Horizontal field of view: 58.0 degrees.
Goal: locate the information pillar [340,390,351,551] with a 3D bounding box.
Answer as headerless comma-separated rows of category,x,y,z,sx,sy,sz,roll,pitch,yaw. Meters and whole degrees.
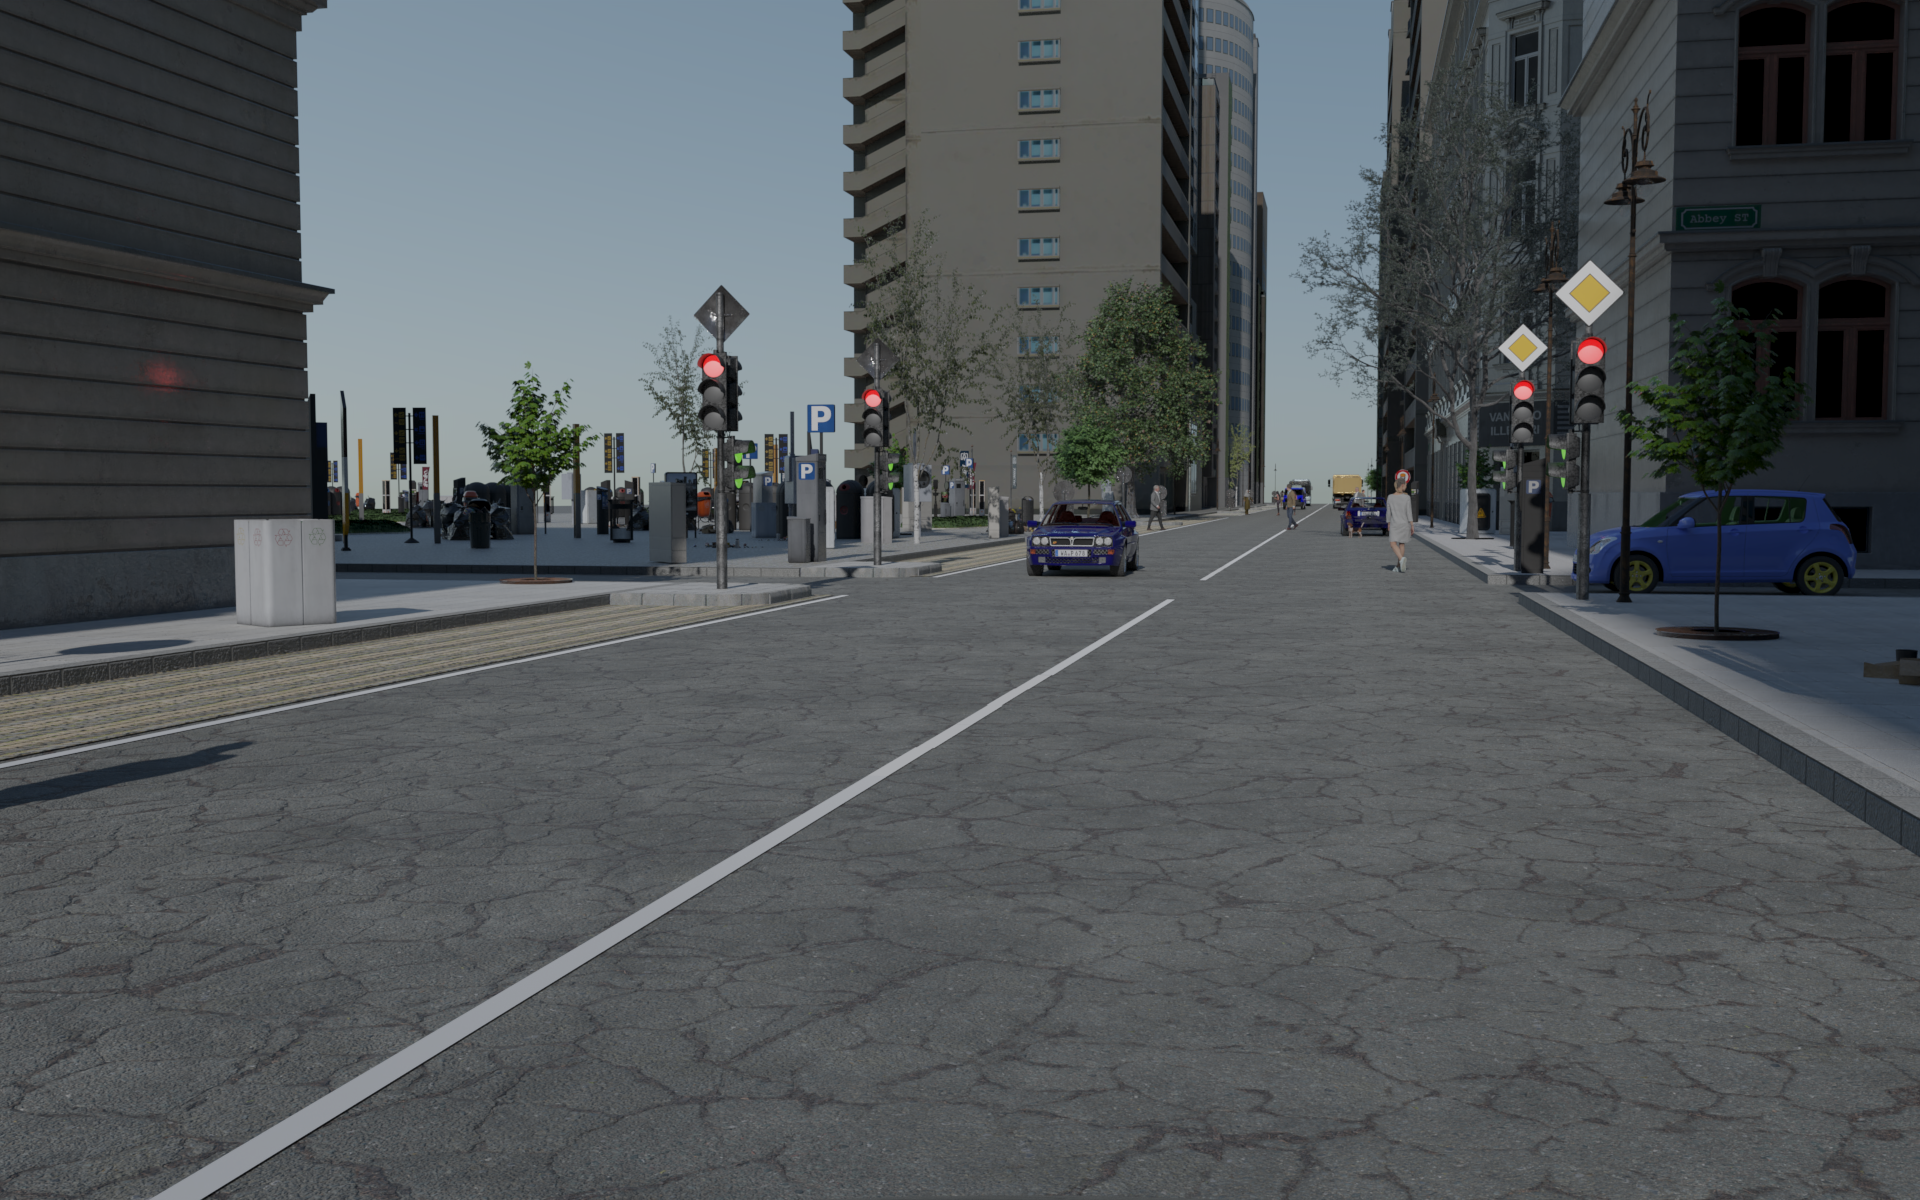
information pillar,-13.870,-2.917,39.044,0.183,3.616,0.504,-2,4,-26

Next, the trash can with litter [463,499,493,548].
trash can with litter,-11.412,-1.814,41.043,0.624,1.170,1.055,-1,4,-11

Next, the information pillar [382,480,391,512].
information pillar,-30.531,-5.363,92.176,0.304,2.012,0.304,2,4,35

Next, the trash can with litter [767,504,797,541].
trash can with litter,-4.379,-2.221,47.369,1.678,1.210,2.233,-3,4,-37

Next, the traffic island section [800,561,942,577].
traffic island section,-1.507,-0.549,31.253,2.009,0.180,2.903,1,4,12

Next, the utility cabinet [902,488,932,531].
utility cabinet,-1.450,-3.078,59.007,0.318,1.500,1.173,3,5,41

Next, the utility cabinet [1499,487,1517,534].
utility cabinet,17.409,-2.778,54.093,0.318,1.500,1.173,-2,4,-34

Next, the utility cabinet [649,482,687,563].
utility cabinet,-5.441,-1.443,32.268,0.318,1.500,1.173,-2,4,-30

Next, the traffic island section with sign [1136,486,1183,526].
traffic island section with sign,9.172,-4.321,79.279,1.989,1.847,2.006,1,4,12

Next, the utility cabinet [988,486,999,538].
utility cabinet,0.965,-2.553,50.417,0.318,1.500,1.173,0,4,-1

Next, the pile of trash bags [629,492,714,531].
pile of trash bags,-10.123,-3.175,61.659,1.912,1.369,3.447,2,4,35

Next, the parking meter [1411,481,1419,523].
parking meter,20.532,-4.434,78.203,0.255,1.863,0.399,2,4,34

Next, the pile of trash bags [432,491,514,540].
pile of trash bags,-13.925,-2.441,49.660,1.912,1.369,3.447,-1,4,-21

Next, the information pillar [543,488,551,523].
information pillar,-18.632,-4.504,78.133,0.304,2.012,0.304,-1,4,-17

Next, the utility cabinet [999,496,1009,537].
utility cabinet,1.189,-2.513,52.245,0.306,1.237,1.020,-1,4,-16

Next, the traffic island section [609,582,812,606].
traffic island section,-3.239,-0.072,23.457,2.009,0.180,2.903,1,4,12

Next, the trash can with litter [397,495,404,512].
trash can with litter,-29.306,-4.822,89.905,1.678,1.210,2.233,1,4,11

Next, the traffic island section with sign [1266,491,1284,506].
traffic island section with sign,38.049,-12.270,209.233,1.989,1.847,2.006,1,4,12

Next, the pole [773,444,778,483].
pole,-7.579,-4.730,71.175,0.158,3.312,0.155,0,3,0

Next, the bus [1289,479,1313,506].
bus,40.768,-13.006,207.504,2.948,3.499,13.247,1,4,12

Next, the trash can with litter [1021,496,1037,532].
trash can with litter,1.945,-2.932,58.993,2.233,1.210,1.678,-3,5,-41

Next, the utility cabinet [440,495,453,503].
utility cabinet,-22.690,-4.007,76.676,1.020,1.237,0.306,2,4,29

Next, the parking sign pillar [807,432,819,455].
parking sign pillar,-6.352,-5.288,74.930,1.447,3.967,1.447,0,4,0

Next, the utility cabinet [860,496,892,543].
utility cabinet,-2.202,-2.113,45.704,0.306,1.237,1.020,-3,5,-40

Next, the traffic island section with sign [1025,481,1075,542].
traffic island section with sign,3.097,-2.649,51.946,1.989,1.847,2.006,1,4,12

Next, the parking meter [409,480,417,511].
parking meter,-23.062,-4.116,73.004,0.255,1.863,0.399,-2,4,-28

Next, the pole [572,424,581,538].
pole,-11.129,-3.452,50.287,0.158,3.312,0.155,0,3,0

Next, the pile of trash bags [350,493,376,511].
pile of trash bags,-39.369,-6.357,113.689,1.912,1.369,3.447,-1,4,-17

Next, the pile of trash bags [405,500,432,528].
pile of trash bags,-19.704,-3.480,66.650,1.912,1.369,3.447,1,4,20

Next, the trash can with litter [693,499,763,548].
trash can with litter,-5.634,-1.898,42.086,1.678,1.210,2.233,0,4,-7

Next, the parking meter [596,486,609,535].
parking meter,-11.365,-2.854,55.069,0.372,1.533,0.369,0,3,0

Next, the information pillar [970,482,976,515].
information pillar,0.754,-5.999,102.576,0.304,2.012,0.304,2,4,33

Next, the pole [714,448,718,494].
pole,-10.756,-5.054,76.482,0.158,3.312,0.155,0,3,0

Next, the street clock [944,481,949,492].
street clock,-0.691,-5.775,98.999,0.358,2.002,0.471,-2,4,-31

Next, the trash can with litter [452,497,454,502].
trash can with litter,-26.196,-4.941,91.840,1.678,1.210,2.233,-1,4,-13

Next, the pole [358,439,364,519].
pole,-22.101,-4.284,63.889,0.158,3.312,0.155,0,3,0

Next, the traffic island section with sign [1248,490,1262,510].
traffic island section with sign,26.051,-8.968,155.256,1.989,1.847,2.006,1,4,12

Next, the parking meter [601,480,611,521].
parking meter,-14.637,-4.027,71.552,0.399,1.863,0.255,3,4,37

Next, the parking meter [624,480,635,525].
parking meter,-13.749,-4.061,72.115,0.399,1.863,0.255,0,4,-4

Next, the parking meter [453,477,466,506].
parking meter,-17.491,-3.354,60.542,0.255,1.863,0.399,3,4,37

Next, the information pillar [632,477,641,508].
information pillar,-13.746,-4.222,73.520,0.304,2.012,0.304,0,4,7

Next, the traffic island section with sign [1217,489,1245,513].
traffic island section with sign,20.195,-7.354,128.861,1.989,1.847,2.006,1,4,12

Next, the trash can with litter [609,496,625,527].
trash can with litter,-13.688,-3.467,67.737,1.678,1.210,2.233,0,4,5

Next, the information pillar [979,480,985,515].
information pillar,1.189,-5.412,92.975,0.304,2.012,0.304,0,4,5

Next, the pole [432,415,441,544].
pole,-13.562,-3.120,44.853,0.158,3.312,0.155,0,3,0

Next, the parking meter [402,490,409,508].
parking meter,-33.876,-5.959,105.845,0.372,1.533,0.369,0,3,0

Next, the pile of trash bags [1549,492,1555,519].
pile of trash bags,17.911,-2.430,49.478,1.912,1.369,3.447,-3,5,-42

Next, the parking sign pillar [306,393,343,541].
parking sign pillar,-17.600,-3.587,47.114,1.447,3.967,1.447,-2,4,-35

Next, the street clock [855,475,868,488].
street clock,-3.676,-3.677,64.691,0.471,2.002,0.358,-3,5,-44

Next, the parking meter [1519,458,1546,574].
parking meter,9.265,-1.367,28.066,0.399,1.863,0.255,1,4,16

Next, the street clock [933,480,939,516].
street clock,-1.216,-5.004,86.393,0.358,2.002,0.471,0,4,2
